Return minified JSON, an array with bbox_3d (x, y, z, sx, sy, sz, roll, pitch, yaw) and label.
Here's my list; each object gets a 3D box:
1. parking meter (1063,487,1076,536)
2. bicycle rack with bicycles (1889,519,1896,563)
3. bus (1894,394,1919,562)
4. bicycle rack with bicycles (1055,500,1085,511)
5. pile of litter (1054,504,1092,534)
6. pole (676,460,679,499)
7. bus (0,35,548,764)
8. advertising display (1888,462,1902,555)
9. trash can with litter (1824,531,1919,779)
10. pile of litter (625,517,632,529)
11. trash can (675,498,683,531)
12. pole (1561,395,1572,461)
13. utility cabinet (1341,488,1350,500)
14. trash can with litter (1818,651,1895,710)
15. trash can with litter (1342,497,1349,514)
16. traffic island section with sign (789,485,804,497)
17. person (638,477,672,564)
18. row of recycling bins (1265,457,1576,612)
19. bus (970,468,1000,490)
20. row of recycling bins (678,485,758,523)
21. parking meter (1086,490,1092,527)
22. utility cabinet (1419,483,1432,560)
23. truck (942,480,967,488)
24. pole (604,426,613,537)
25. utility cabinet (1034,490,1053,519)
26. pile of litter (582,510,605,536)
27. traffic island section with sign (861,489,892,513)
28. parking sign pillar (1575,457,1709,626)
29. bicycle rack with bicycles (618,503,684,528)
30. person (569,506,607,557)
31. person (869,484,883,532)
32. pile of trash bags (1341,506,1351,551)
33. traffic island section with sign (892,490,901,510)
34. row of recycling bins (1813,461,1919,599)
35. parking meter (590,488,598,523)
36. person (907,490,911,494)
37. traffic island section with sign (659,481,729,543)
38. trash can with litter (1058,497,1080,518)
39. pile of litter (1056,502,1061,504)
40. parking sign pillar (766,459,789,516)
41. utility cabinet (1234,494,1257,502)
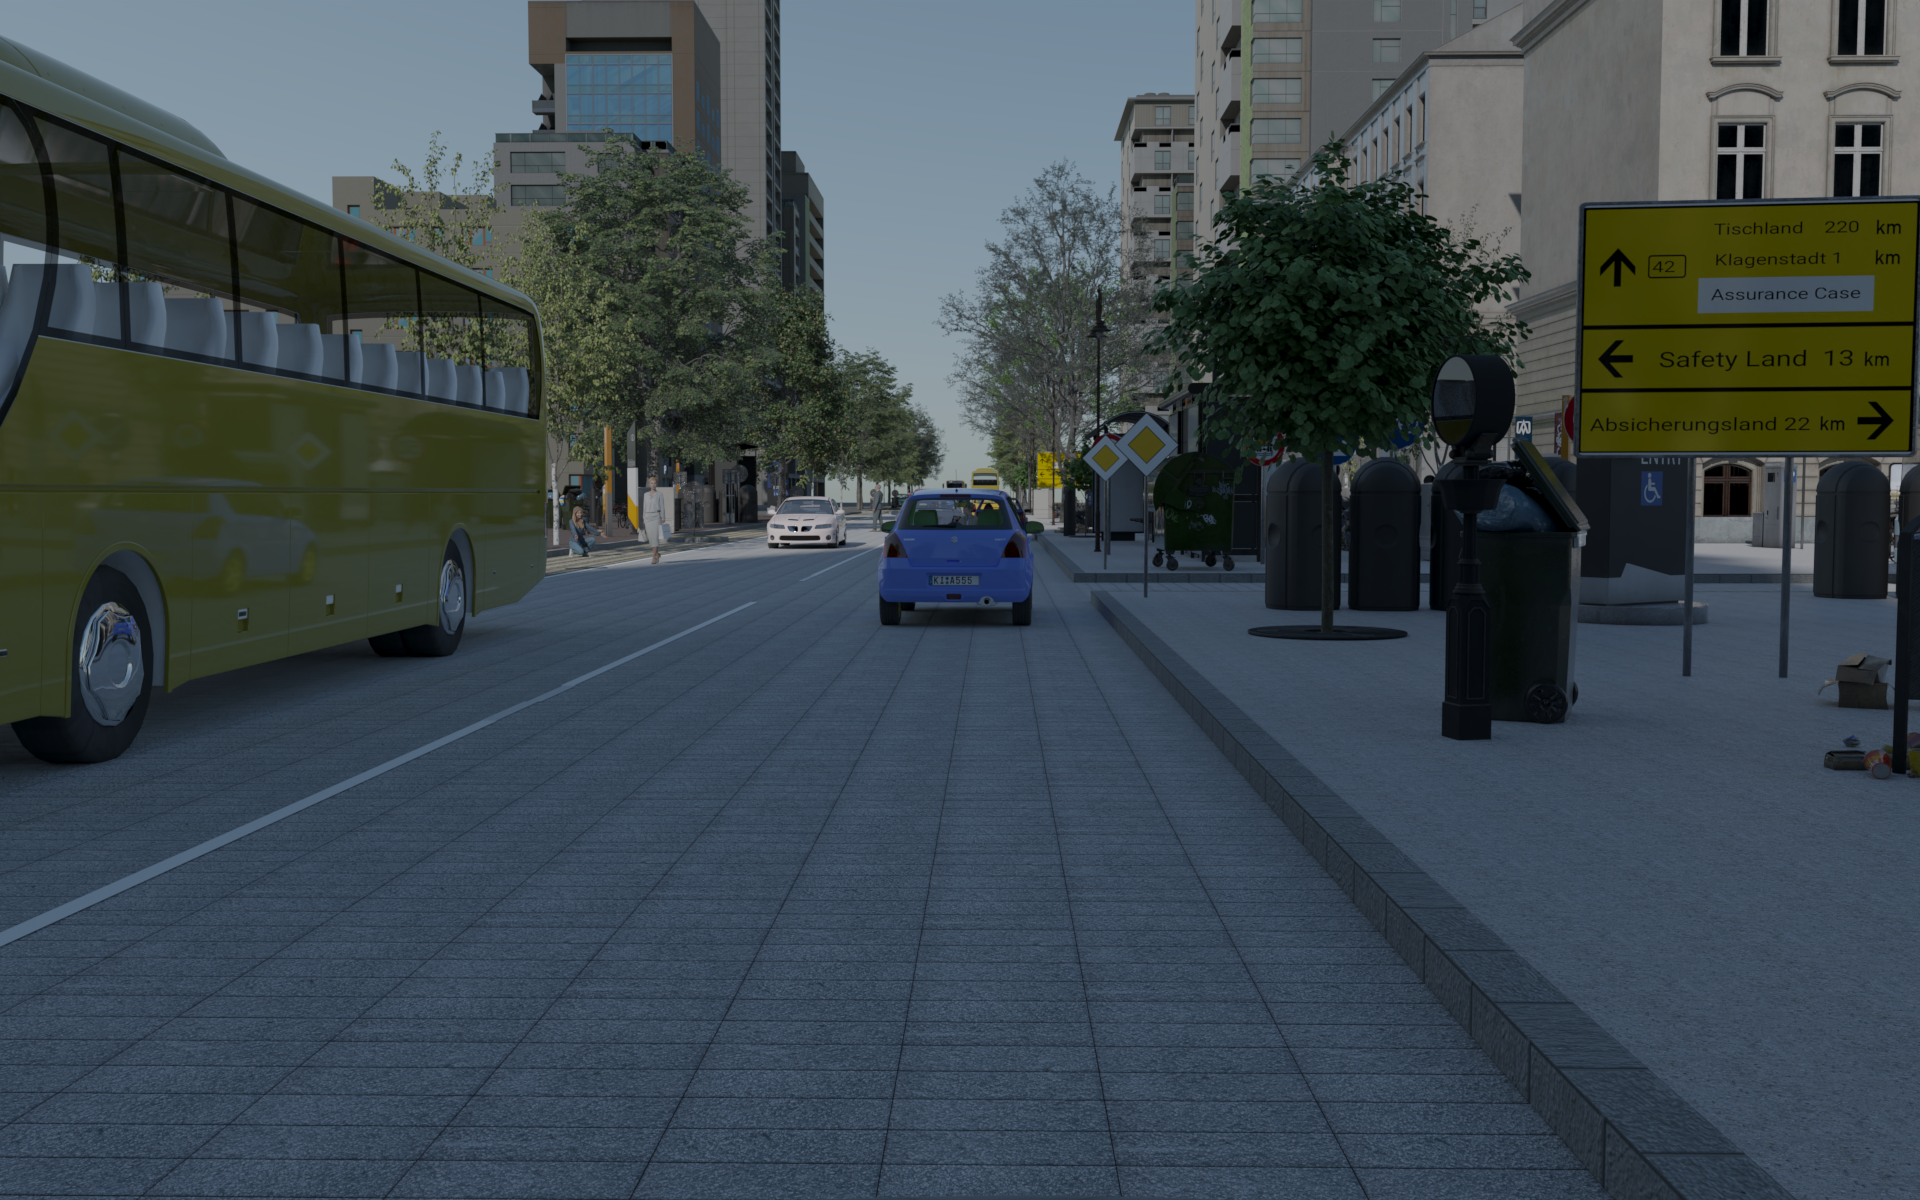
[{"bbox_3d":[3.333,-2.704,52.625,0.372,1.533,0.369,0,3,0],"label":"parking meter"},{"bbox_3d":[18.293,-1.208,33.134,2.852,0.926,2.925,0,4,-2],"label":"bicycle rack with bicycles"},{"bbox_3d":[20.296,-1.881,25.617,13.247,3.499,2.948,0,4,3],"label":"bus"},{"bbox_3d":[6.795,-5.523,103.687,2.925,0.926,2.852,1,4,15],"label":"bicycle rack with bicycles"},{"bbox_3d":[3.808,-2.626,56.900,1.176,0.858,1.719,-2,4,-27],"label":"pile of litter"},{"bbox_3d":[-16.774,-6.675,102.972,0.158,3.312,0.155,0,3,0],"label":"pole"},{"bbox_3d":[-5.697,-1.278,12.444,2.896,3.916,12.252,0,4,0],"label":"bus"},{"bbox_3d":[19.383,-1.833,35.178,0.974,1.923,0.123,1,4,21],"label":"advertising display"},{"bbox_3d":[4.940,0.183,8.060,2.233,1.210,1.678,-1,4,-23],"label":"trash can with litter"},{"bbox_3d":[-11.684,-3.058,63.967,1.176,0.858,1.719,3,4,36],"label":"pile of litter"},{"bbox_3d":[-9.938,-2.946,59.825,0.748,1.137,0.748,0,3,0],"label":"trash can"},{"bbox_3d":[12.487,-2.562,35.739,0.158,3.312,0.155,0,3,0],"label":"pole"},{"bbox_3d":[13.051,-3.073,58.914,1.173,1.500,0.318,-1,4,-9],"label":"utility cabinet"},{"bbox_3d":[5.688,0.069,10.261,1.055,1.170,0.624,2,4,26],"label":"trash can with litter"},{"bbox_3d":[10.679,-2.330,49.159,1.678,1.210,2.233,-2,4,-30],"label":"trash can with litter"},{"bbox_3d":[-7.424,-4.290,78.771,1.989,1.847,2.006,0,4,1],"label":"traffic island section with sign"},{"bbox_3d":[-6.254,-1.638,35.630,0.694,1.780,0.624,2,4,31],"label":"person"},{"bbox_3d":[5.200,-0.743,19.260,3.534,1.692,1.069,0,4,3],"label":"row of recycling bins"},{"bbox_3d":[2.367,-10.553,164.087,2.896,3.916,12.252,0,4,1],"label":"bus"},{"bbox_3d":[-10.791,-4.292,77.279,3.534,1.692,1.069,-1,4,-13],"label":"row of recycling bins"},{"bbox_3d":[5.014,-3.574,66.848,0.372,1.533,0.369,0,3,0],"label":"parking meter"},{"bbox_3d":[9.087,-1.501,33.227,0.318,1.500,1.173,0,4,-5],"label":"utility cabinet"},{"bbox_3d":[-0.627,-15.376,247.327,3.469,3.379,9.791,0,4,2],"label":"truck"},{"bbox_3d":[-10.495,-3.538,51.682,0.158,3.312,0.155,0,3,0],"label":"pole"},{"bbox_3d":[4.319,-4.969,89.928,0.318,1.500,1.173,-3,4,-37],"label":"utility cabinet"},{"bbox_3d":[-11.560,-2.464,54.253,1.176,0.858,1.719,0,4,-2],"label":"pile of litter"},{"bbox_3d":[-6.367,-7.409,129.770,1.989,1.847,2.006,0,4,1],"label":"traffic island section with sign"},{"bbox_3d":[6.812,-1.773,17.466,1.447,3.967,1.447,-2,4,-33],"label":"parking sign pillar"},{"bbox_3d":[-12.032,-3.238,66.331,2.852,0.926,2.925,2,4,29],"label":"bicycle rack with bicycles"},{"bbox_3d":[-8.468,-1.540,39.172,0.738,1.151,1.012,3,5,44],"label":"person"},{"bbox_3d":[-3.196,-3.495,65.816,0.590,1.801,0.661,1,4,18],"label":"person"},{"bbox_3d":[10.180,-1.811,39.357,3.447,1.369,1.912,1,4,14],"label":"pile of trash bags"},{"bbox_3d":[-5.808,-9.058,156.720,1.989,1.847,2.006,0,4,1],"label":"traffic island section with sign"},{"bbox_3d":[12.317,-0.846,20.949,3.534,1.692,1.069,1,4,20],"label":"row of recycling bins"},{"bbox_3d":[-16.151,-4.160,76.430,0.372,1.533,0.369,0,3,0],"label":"parking meter"},{"bbox_3d":[-5.126,-10.209,175.423,1.348,1.823,0.705,0,4,0],"label":"person"},{"bbox_3d":[-7.987,-2.642,51.821,1.989,1.847,2.006,0,4,1],"label":"traffic island section with sign"},{"bbox_3d":[5.591,-4.736,88.816,1.055,1.170,0.624,-3,4,-37],"label":"trash can with litter"},{"bbox_3d":[5.346,-4.845,93.173,1.719,0.858,1.176,1,4,19],"label":"pile of litter"},{"bbox_3d":[-10.802,-6.989,102.736,1.447,3.967,1.447,2,4,30],"label":"parking sign pillar"},{"bbox_3d":[7.814,-2.423,48.294,1.173,1.500,0.318,2,4,28],"label":"utility cabinet"}]
